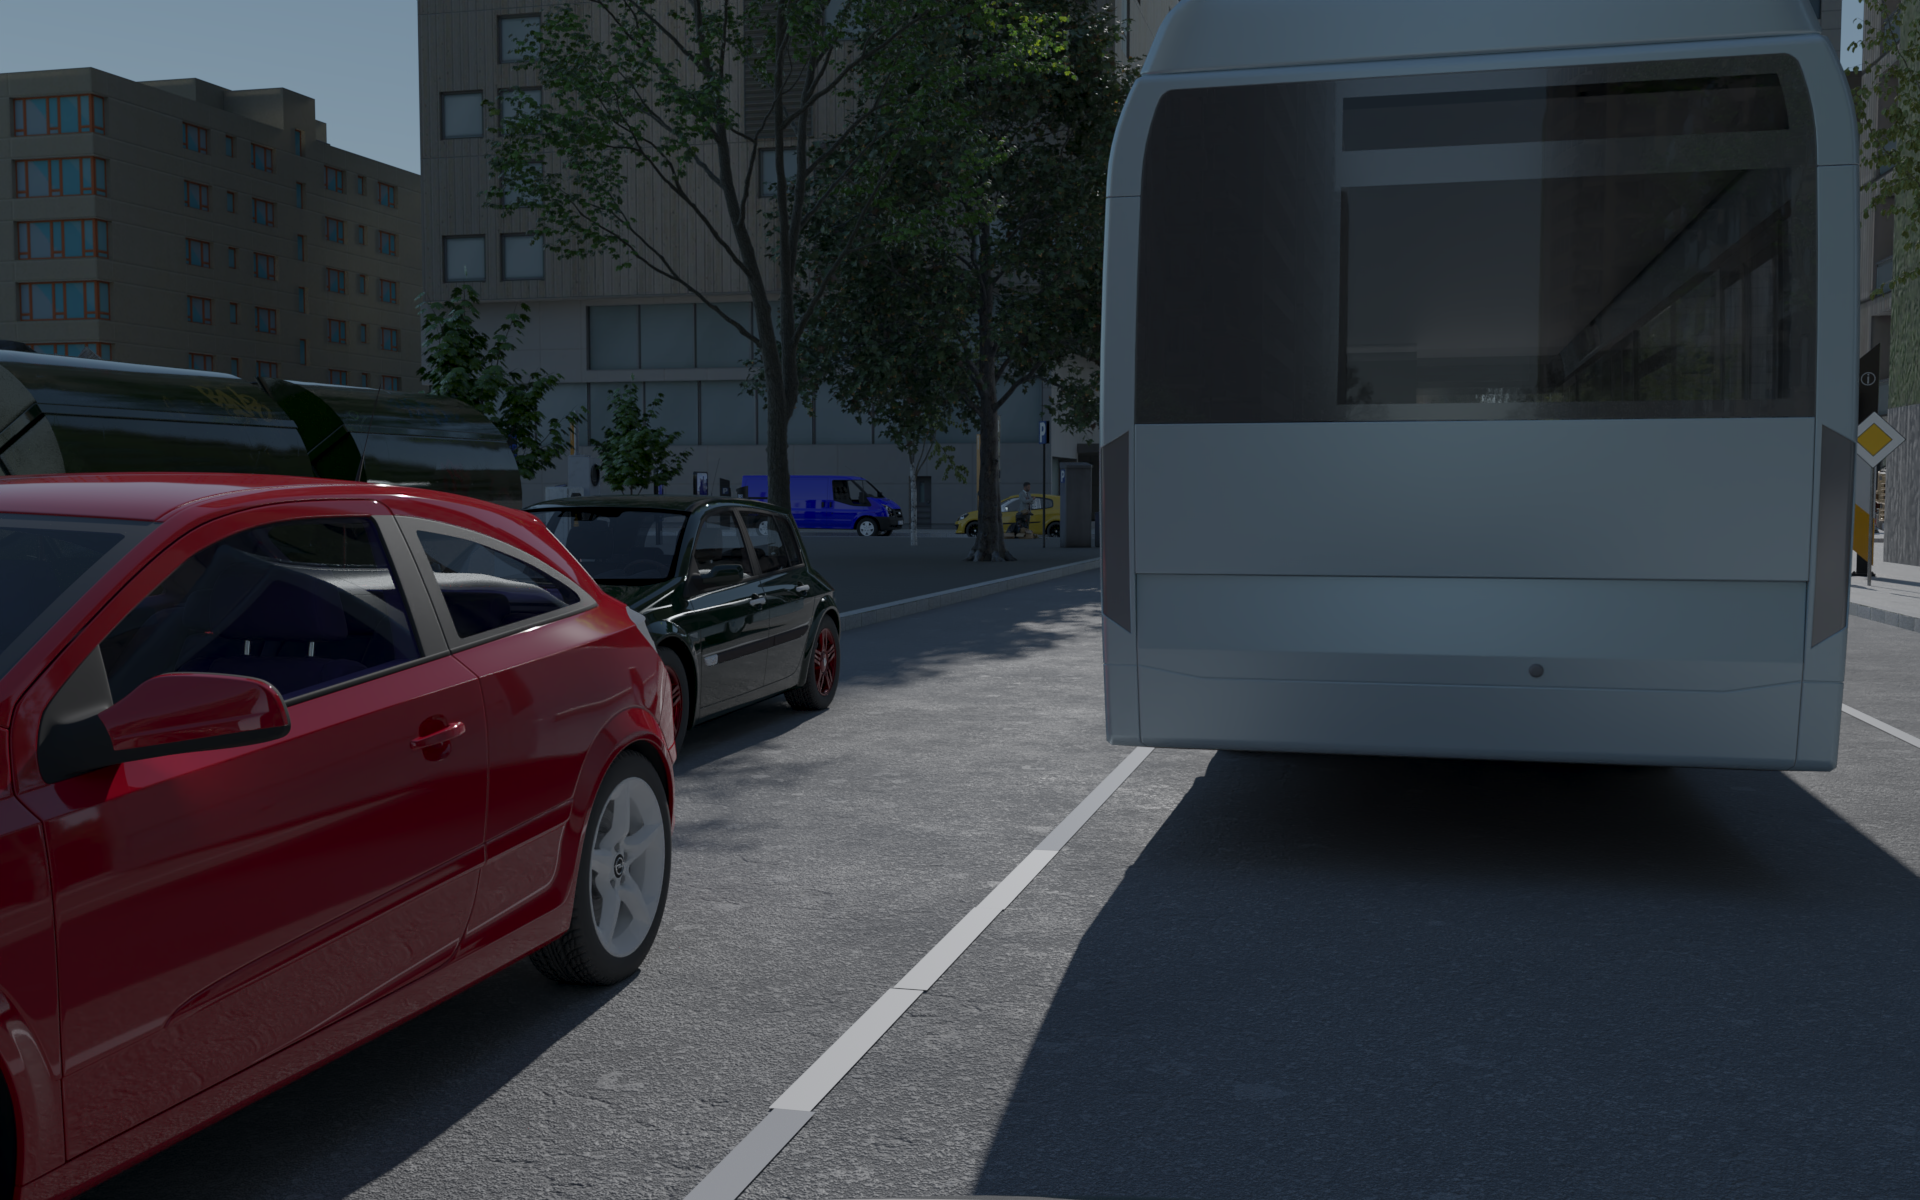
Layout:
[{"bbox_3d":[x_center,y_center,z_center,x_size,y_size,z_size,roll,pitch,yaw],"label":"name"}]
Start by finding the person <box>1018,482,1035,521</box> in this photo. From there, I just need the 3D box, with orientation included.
[{"bbox_3d":[2.032,-2.664,52.234,0.466,1.800,0.511,1,4,22],"label":"person"}]

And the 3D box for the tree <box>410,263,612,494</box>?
[{"bbox_3d":[-4.187,-1.216,14.477,1.663,3.219,1.824,0,3,0],"label":"tree"}]

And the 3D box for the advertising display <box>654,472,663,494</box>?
[{"bbox_3d":[-7.650,-2.371,43.986,0.123,1.923,0.974,0,4,-2],"label":"advertising display"}]

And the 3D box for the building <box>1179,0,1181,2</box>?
[{"bbox_3d":[9.228,-28.038,113.047,22.147,44.769,28.867,1,4,14],"label":"building"}]

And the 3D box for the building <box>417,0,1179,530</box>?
[{"bbox_3d":[-4.537,-29.696,74.763,28.713,52.752,27.495,1,4,14],"label":"building"}]

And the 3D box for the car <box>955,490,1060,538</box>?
[{"bbox_3d":[1.820,-2.708,54.493,3.980,1.641,2.015,1,4,14],"label":"car"}]

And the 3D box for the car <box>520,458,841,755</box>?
[{"bbox_3d":[-2.039,-0.035,10.360,2.009,1.686,4.222,1,4,14],"label":"car"}]

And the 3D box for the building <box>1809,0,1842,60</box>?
[{"bbox_3d":[53.574,-42.440,132.139,20.563,71.187,20.611,1,4,14],"label":"building"}]

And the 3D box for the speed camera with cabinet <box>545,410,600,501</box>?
[{"bbox_3d":[-9.000,-2.813,40.336,0.660,3.252,2.038,1,4,9],"label":"speed camera with cabinet"}]

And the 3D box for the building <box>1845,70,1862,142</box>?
[{"bbox_3d":[91.796,-32.428,180.311,14.200,45.320,14.600,1,4,14],"label":"building"}]

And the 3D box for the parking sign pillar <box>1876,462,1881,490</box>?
[{"bbox_3d":[48.478,-6.355,92.370,1.447,3.967,1.447,1,4,20],"label":"parking sign pillar"}]

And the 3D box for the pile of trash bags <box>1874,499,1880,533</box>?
[{"bbox_3d":[29.633,-2.928,57.631,3.447,1.369,1.912,-3,5,-44],"label":"pile of trash bags"}]

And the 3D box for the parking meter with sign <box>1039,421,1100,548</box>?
[{"bbox_3d":[2.799,-2.769,41.529,1.738,3.016,0.543,-1,4,-16],"label":"parking meter with sign"}]

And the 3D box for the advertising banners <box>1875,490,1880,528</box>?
[{"bbox_3d":[34.812,-4.255,65.764,0.090,3.025,2.074,-3,5,-42],"label":"advertising banners"}]

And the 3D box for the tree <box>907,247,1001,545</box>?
[{"bbox_3d":[-0.967,-5.661,42.924,4.737,8.622,4.395,0,3,0],"label":"tree"}]

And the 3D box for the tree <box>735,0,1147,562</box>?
[{"bbox_3d":[0.461,-7.093,32.978,9.611,12.733,9.660,0,3,0],"label":"tree"}]

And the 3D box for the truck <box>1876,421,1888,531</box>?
[{"bbox_3d":[30.473,-3.543,46.834,11.283,4.237,2.839,1,4,12],"label":"truck"}]

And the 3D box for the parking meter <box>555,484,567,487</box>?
[{"bbox_3d":[-10.058,-2.148,43.539,0.372,1.533,0.369,0,3,0],"label":"parking meter"}]

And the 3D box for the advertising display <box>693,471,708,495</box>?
[{"bbox_3d":[-7.453,-2.727,49.798,0.123,1.923,0.974,1,4,11],"label":"advertising display"}]

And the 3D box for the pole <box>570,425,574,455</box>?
[{"bbox_3d":[-10.887,-3.367,48.893,0.158,3.312,0.155,0,3,0],"label":"pole"}]

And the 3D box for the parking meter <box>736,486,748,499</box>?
[{"bbox_3d":[-6.579,-2.686,52.321,0.372,1.533,0.369,0,3,0],"label":"parking meter"}]

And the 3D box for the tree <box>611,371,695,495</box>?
[{"bbox_3d":[-5.199,-2.002,27.337,1.663,3.219,1.824,0,3,0],"label":"tree"}]

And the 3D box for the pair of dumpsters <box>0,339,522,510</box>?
[{"bbox_3d":[-4.311,-0.471,10.200,1.574,2.255,4.437,1,4,14],"label":"pair of dumpsters"}]

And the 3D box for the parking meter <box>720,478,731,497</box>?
[{"bbox_3d":[-8.455,-3.469,62.430,0.399,1.863,0.255,-1,4,-12],"label":"parking meter"}]

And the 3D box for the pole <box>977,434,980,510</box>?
[{"bbox_3d":[0.673,-3.985,59.005,0.158,3.312,0.155,0,3,0],"label":"pole"}]

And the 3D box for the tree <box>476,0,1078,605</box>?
[{"bbox_3d":[-2.132,-5.761,19.946,9.928,11.665,9.643,0,3,0],"label":"tree"}]

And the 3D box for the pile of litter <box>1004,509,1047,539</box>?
[{"bbox_3d":[1.701,-2.191,49.793,1.176,0.858,1.719,-3,5,-39],"label":"pile of litter"}]

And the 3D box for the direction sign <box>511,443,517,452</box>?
[{"bbox_3d":[-16.196,-4.263,61.692,0.876,3.537,0.379,-1,4,-19],"label":"direction sign"}]

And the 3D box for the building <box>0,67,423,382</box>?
[{"bbox_3d":[-45.766,-14.815,87.272,28.899,21.520,27.650,1,4,14],"label":"building"}]

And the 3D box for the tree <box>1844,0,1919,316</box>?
[{"bbox_3d":[12.239,-4.280,20.334,4.737,8.622,4.395,0,3,0],"label":"tree"}]

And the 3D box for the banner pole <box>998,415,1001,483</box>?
[{"bbox_3d":[0.861,-3.544,47.956,0.401,3.779,0.863,3,5,42],"label":"banner pole"}]

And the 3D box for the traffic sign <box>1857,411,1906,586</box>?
[{"bbox_3d":[12.726,-1.406,24.179,0.795,2.450,0.064,1,4,23],"label":"traffic sign"}]

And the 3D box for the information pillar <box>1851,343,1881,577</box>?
[{"bbox_3d":[14.035,-2.179,26.988,0.504,3.616,0.183,2,4,32],"label":"information pillar"}]

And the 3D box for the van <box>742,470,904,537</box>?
[{"bbox_3d":[-4.432,-3.157,55.996,5.245,2.365,2.240,1,4,14],"label":"van"}]

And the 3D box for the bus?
[{"bbox_3d":[3.444,-1.078,12.481,2.948,3.499,13.247,1,4,15],"label":"bus"}]

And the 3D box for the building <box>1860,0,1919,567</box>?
[{"bbox_3d":[24.726,-21.281,31.542,14.154,41.232,14.086,1,4,14],"label":"building"}]

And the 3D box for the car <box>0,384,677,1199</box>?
[{"bbox_3d":[-2.161,0.316,3.877,2.155,1.783,4.494,1,4,14],"label":"car"}]
